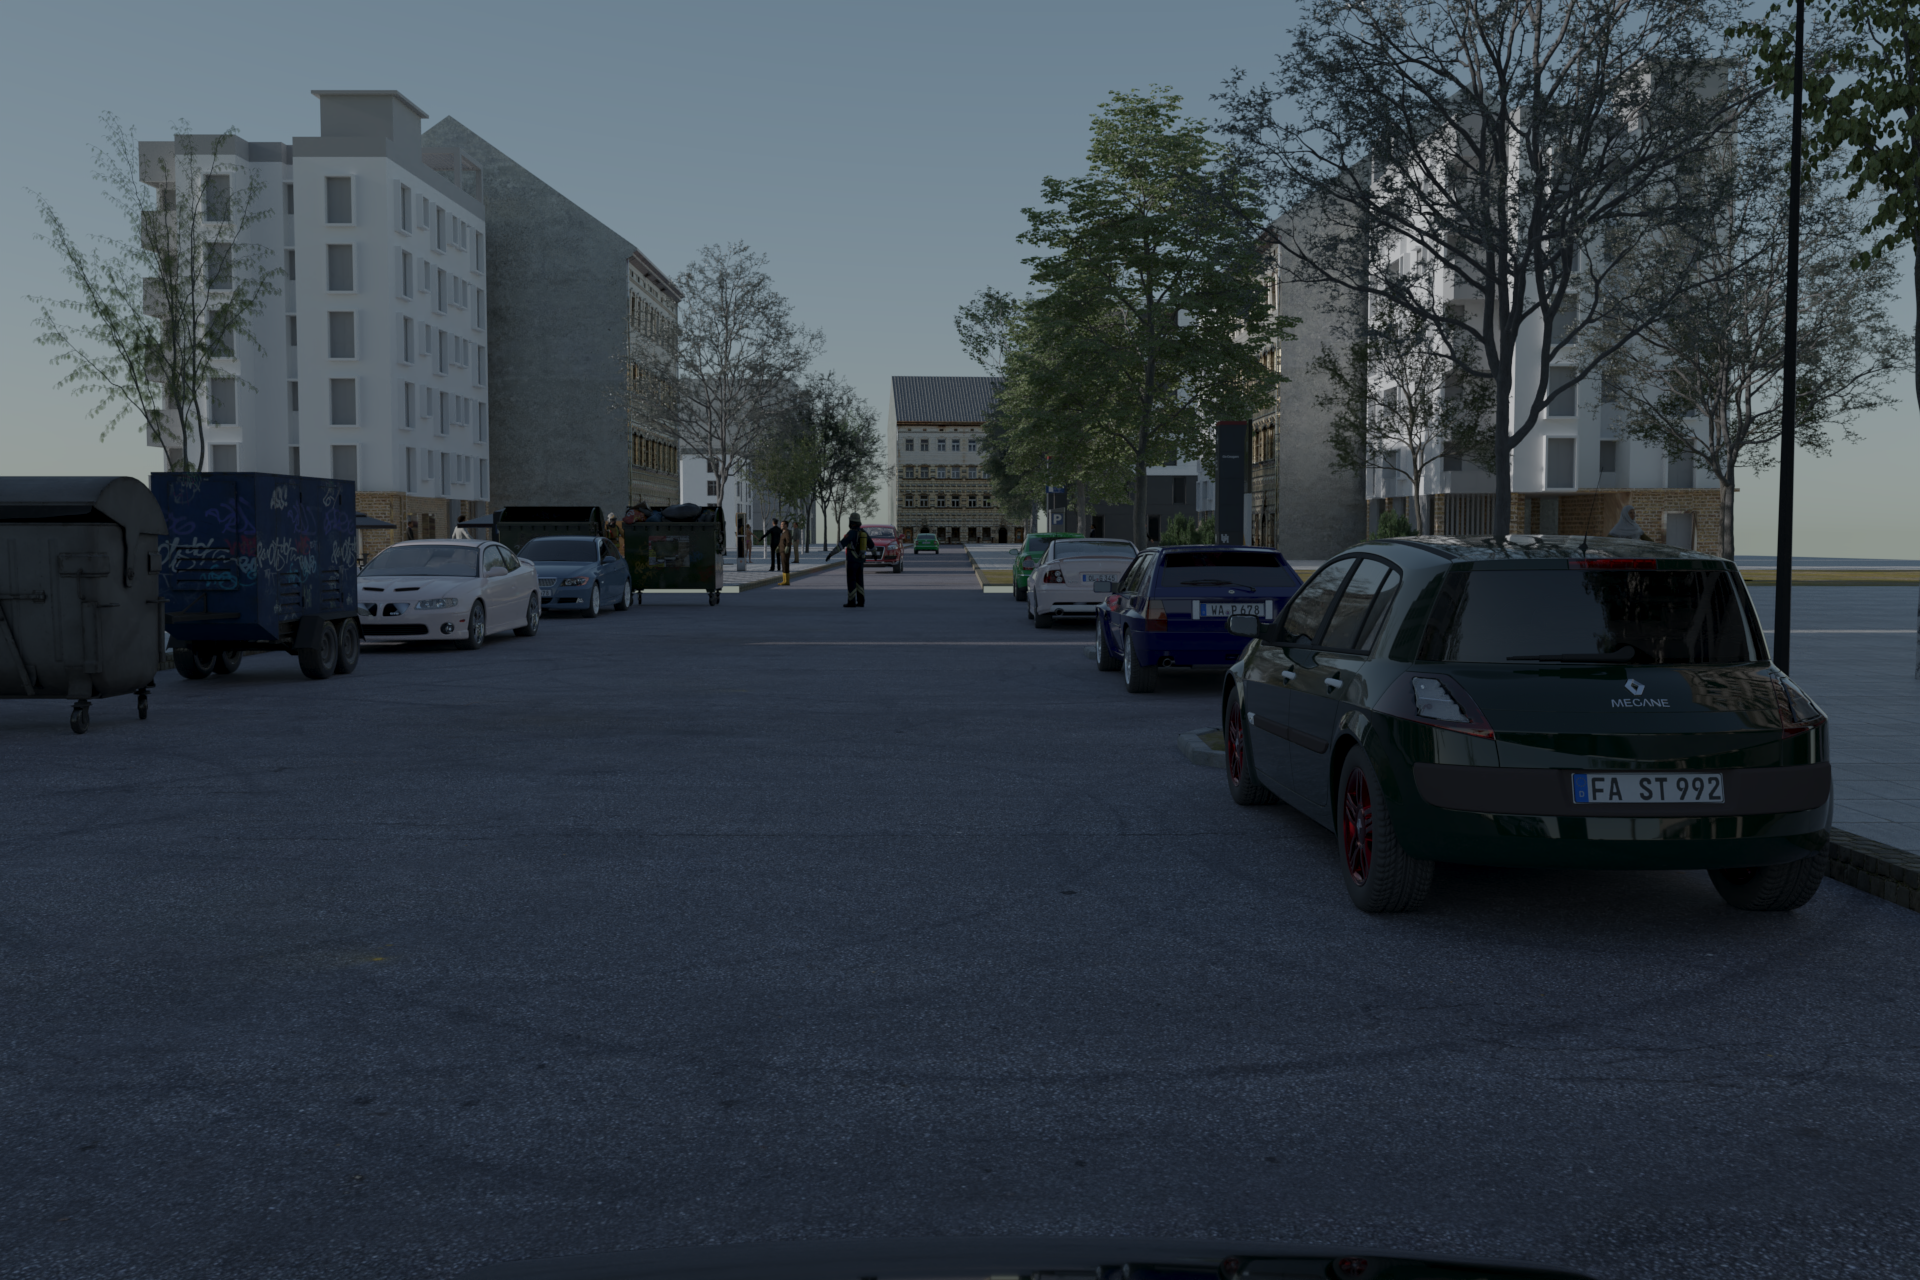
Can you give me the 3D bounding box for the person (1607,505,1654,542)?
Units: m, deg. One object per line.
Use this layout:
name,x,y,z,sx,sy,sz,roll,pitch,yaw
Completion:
person,10.577,-1.254,27.274,1.217,1.736,0.721,-1,4,-20

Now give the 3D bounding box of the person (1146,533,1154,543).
person,7.997,-4.223,75.229,0.705,1.806,1.347,-1,4,-21

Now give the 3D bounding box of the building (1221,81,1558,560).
building,24.808,-16.069,93.656,19.493,23.208,18.063,0,4,0

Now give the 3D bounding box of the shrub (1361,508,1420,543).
shrub,12.131,-2.706,48.657,1.690,2.028,1.600,0,3,0

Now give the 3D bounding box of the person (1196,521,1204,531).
person,9.262,-3.681,66.306,1.348,1.813,0.705,1,4,18

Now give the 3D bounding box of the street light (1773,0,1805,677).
street light,6.146,-2.392,11.653,1.470,5.913,1.316,0,3,0

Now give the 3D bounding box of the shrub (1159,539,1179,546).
shrub,5.267,-2.002,43.842,1.383,1.207,1.383,0,3,0

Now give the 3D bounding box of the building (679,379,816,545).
building,-27.455,-21.182,212.785,16.747,18.905,31.486,0,4,0

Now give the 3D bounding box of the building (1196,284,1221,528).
building,22.538,-16.513,126.404,16.016,20.090,11.380,0,4,0

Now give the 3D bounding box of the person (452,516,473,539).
person,-14.157,-2.641,49.369,0.705,1.806,1.347,-3,5,-45

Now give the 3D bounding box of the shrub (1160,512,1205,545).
shrub,7.131,-3.150,55.927,1.690,2.028,1.600,0,3,0

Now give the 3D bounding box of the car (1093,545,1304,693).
car,2.327,-0.268,16.960,1.945,1.354,3.894,0,4,-1

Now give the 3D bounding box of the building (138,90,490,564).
building,-29.024,-13.385,75.271,16.016,20.090,11.380,0,4,0

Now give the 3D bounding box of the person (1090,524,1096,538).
person,5.993,-4.428,79.116,0.721,1.740,1.216,0,4,5

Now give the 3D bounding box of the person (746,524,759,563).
person,-9.359,-4.292,76.971,1.217,1.733,0.721,2,4,35

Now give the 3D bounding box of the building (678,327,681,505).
building,-30.130,-17.644,119.406,19.493,23.208,18.063,0,4,-1

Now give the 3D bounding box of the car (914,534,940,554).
car,-2.392,-7.060,124.233,1.959,1.807,4.718,0,4,0

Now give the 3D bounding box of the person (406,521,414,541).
person,-22.591,-3.979,71.278,0.704,1.802,1.346,-1,4,-22

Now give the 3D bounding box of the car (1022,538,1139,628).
car,2.056,-0.937,27.682,2.083,1.381,4.827,0,4,0

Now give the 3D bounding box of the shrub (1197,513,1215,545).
shrub,9.064,-3.506,61.746,1.690,2.028,1.600,0,3,0

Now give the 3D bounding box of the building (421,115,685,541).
building,-26.932,-16.487,100.484,19.493,23.208,18.063,0,4,-1

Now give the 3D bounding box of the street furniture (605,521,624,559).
street furniture,-14.272,-3.260,60.151,9.812,1.723,11.010,0,4,7

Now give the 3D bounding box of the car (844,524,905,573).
car,-3.163,-3.427,64.712,2.281,1.827,5.304,0,4,0

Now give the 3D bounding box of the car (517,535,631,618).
car,-7.075,-1.168,31.102,2.014,1.417,4.499,0,4,0

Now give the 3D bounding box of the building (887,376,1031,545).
building,-0.427,-24.860,239.844,18.063,23.208,19.493,0,4,-6

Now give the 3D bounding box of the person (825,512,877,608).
person,-2.067,-1.569,33.894,0.705,1.856,1.354,3,5,43

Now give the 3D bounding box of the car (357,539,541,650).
car,-6.884,-0.647,22.935,2.083,1.381,4.827,0,3,0

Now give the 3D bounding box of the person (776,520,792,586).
person,-4.886,-2.419,48.153,0.704,1.812,1.346,-1,4,-17

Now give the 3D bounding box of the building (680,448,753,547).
building,-26.327,-14.742,183.177,9.099,9.664,28.070,0,4,1

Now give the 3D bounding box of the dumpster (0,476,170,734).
dumpster,-7.018,-0.283,12.841,1.865,1.857,1.264,0,3,0

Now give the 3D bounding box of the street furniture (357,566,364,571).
street furniture,-16.937,-1.652,42.639,5.734,0.657,10.072,-1,4,-15

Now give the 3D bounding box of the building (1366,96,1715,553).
building,24.537,-13.746,81.175,16.016,20.090,11.380,0,3,0

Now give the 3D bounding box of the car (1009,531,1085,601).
car,2.076,-1.802,38.256,1.959,1.807,4.718,0,4,0

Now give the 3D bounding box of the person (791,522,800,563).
person,-7.264,-4.292,76.448,0.705,1.796,1.348,-1,4,-21

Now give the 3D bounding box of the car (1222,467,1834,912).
car,2.320,0.112,7.962,2.009,1.686,4.222,0,4,-1

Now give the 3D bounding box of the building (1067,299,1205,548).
building,22.315,-19.760,167.058,27.936,21.610,32.646,0,4,0
